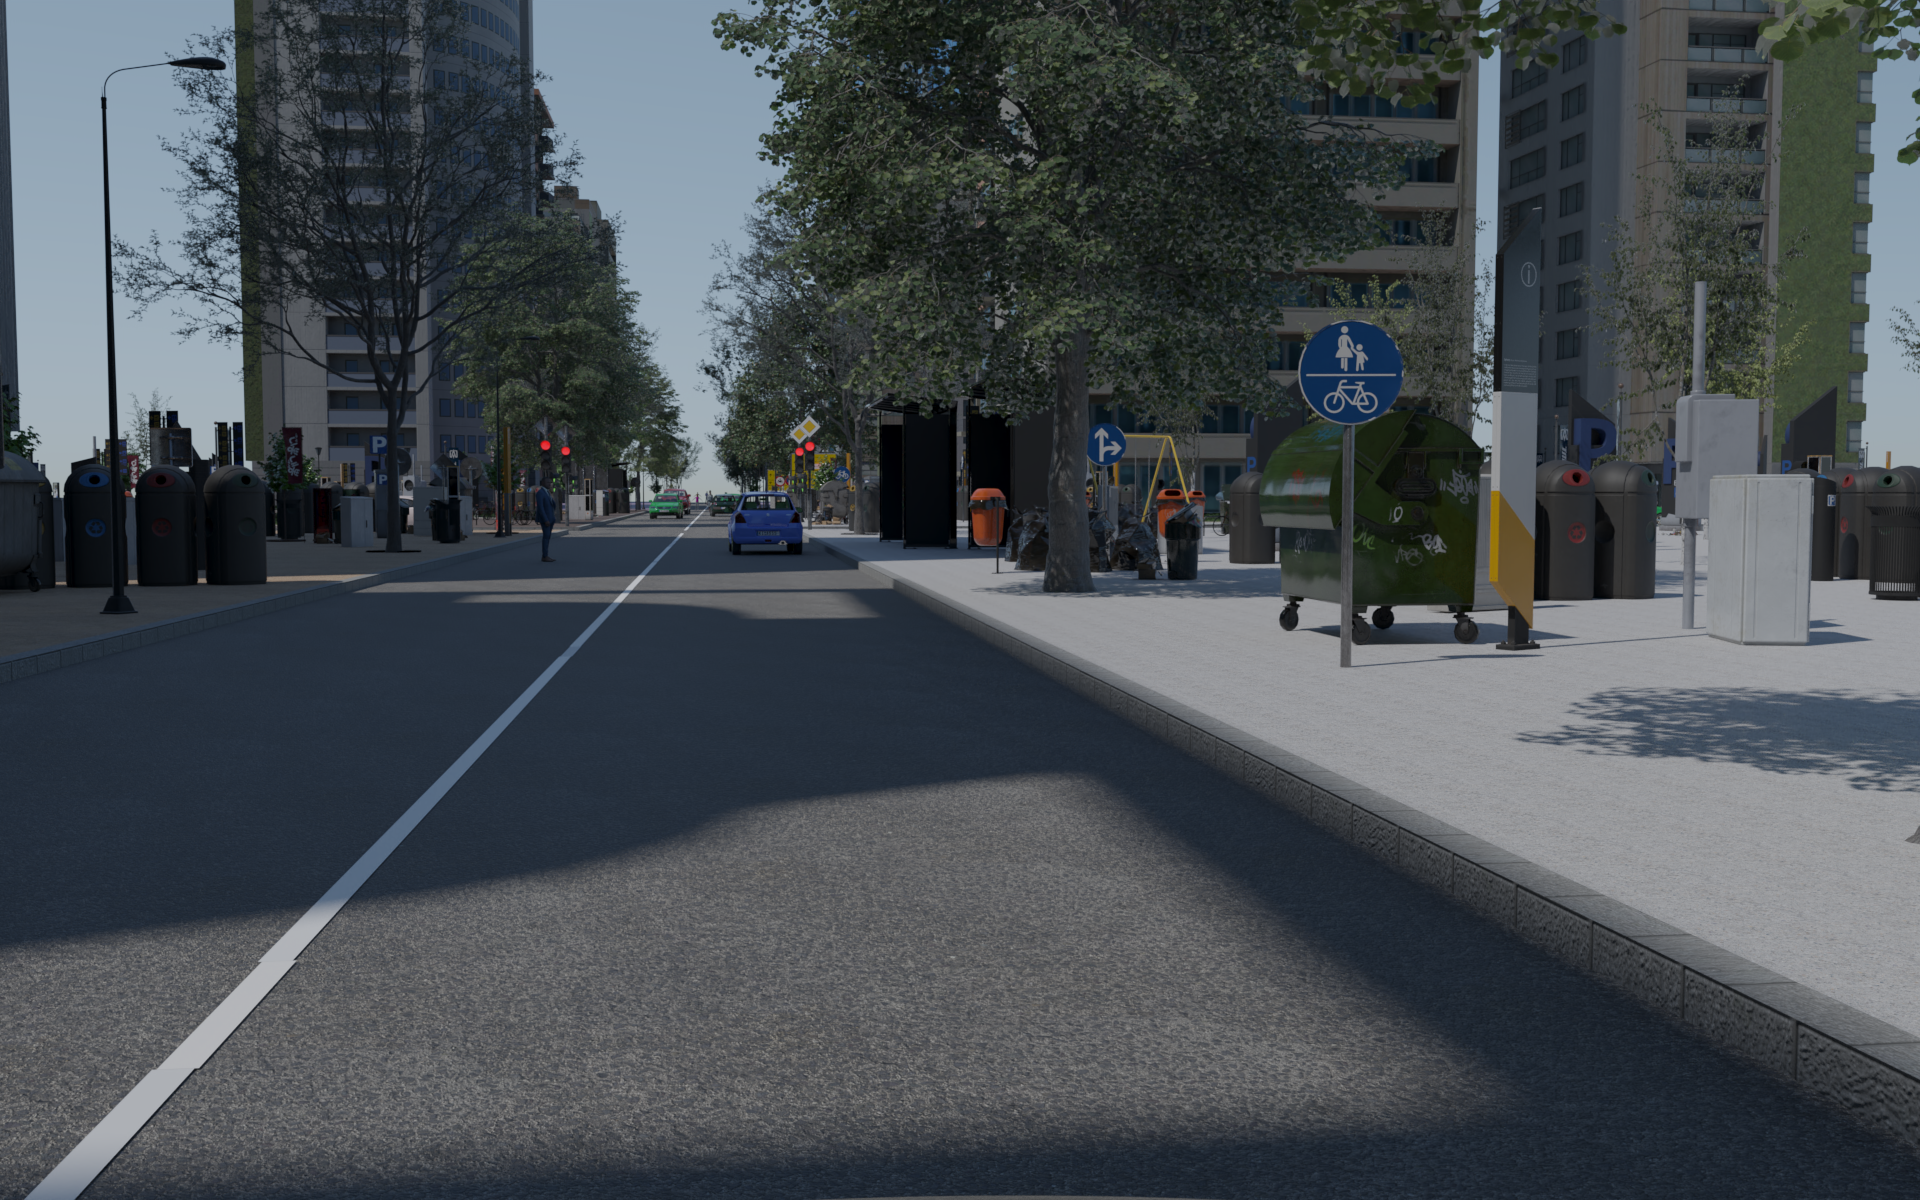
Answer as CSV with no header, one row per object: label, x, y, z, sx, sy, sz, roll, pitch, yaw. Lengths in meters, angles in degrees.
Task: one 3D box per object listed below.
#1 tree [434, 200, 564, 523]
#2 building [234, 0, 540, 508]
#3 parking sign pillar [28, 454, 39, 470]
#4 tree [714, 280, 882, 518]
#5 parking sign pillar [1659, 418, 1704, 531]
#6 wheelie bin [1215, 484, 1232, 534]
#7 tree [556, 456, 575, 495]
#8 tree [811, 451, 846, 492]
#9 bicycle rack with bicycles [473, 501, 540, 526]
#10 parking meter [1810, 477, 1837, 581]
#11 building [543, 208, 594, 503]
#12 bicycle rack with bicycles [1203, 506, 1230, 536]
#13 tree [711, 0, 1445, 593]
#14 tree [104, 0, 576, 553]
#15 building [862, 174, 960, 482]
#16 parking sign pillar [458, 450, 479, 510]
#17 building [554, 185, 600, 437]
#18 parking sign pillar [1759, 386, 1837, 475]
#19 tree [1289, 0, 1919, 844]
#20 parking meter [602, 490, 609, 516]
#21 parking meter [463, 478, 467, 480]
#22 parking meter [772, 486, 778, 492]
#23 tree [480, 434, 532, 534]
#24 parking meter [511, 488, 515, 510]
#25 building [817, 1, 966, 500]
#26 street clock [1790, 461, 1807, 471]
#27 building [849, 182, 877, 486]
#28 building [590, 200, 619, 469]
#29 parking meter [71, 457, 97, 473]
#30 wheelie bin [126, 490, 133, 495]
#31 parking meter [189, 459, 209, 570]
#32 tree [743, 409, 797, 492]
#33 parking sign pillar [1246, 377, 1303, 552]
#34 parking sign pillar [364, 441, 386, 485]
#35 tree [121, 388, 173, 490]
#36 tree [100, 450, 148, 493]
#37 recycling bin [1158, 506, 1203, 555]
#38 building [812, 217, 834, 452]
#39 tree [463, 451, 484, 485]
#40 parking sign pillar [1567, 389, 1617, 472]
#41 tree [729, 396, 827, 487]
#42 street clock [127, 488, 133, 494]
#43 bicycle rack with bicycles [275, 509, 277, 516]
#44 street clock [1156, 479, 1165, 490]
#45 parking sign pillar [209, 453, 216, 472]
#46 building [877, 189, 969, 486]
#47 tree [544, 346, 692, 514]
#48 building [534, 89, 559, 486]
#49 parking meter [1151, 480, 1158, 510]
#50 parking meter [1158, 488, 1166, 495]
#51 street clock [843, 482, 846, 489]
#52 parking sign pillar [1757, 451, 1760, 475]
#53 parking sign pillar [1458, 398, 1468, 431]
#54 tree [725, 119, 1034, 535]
tree,-17.695,-10.312,75.248,9.857,13.997,8.962,0,3,0
building,-49.961,-37.437,154.096,21.231,58.520,28.212,0,4,-8
parking sign pillar,-56.778,-7.186,105.962,1.447,3.967,1.447,-3,5,-42
tree,-8.464,-10.758,92.895,9.611,12.733,9.660,0,3,0
parking sign pillar,25.225,-4.404,60.475,1.447,3.967,1.447,-2,4,-34
wheelie bin,8.648,-2.906,55.420,0.980,1.594,0.693,0,4,-5
tree,-28.903,-8.836,128.179,4.285,4.588,4.351,0,3,0
tree,-5.894,-5.077,77.615,1.663,3.219,1.824,0,3,0
bicycle rack with bicycles,-18.491,-3.554,71.497,2.852,0.926,2.925,3,5,43
parking meter,12.711,-1.049,25.566,0.372,1.533,0.369,0,3,0
building,-58.520,-34.074,240.704,14.154,41.232,14.086,0,4,-8
bicycle rack with bicycles,8.799,-2.380,52.287,2.925,0.926,2.852,-1,4,-23
tree,1.477,-7.089,22.554,9.857,13.997,8.962,0,3,0
tree,-12.465,-7.795,37.823,12.009,13.543,11.850,0,3,0
building,5.502,-30.257,186.579,32.217,40.220,23.993,0,4,-8
parking sign pillar,-28.276,-6.775,99.240,1.447,3.967,1.447,3,5,43
building,-60.736,-36.967,254.524,14.600,45.320,14.200,0,4,-8
parking sign pillar,21.130,-3.345,43.167,1.447,3.967,1.447,-1,4,-17
tree,3.880,-5.397,6.365,7.486,12.596,7.792,0,3,0
parking meter,-20.786,-5.702,101.637,0.372,1.533,0.369,0,3,0
parking meter,-17.490,-3.384,61.032,0.255,1.863,0.399,-1,4,-12
parking meter,-12.830,-6.983,119.890,0.399,1.863,0.255,-1,4,-13
tree,-14.662,-3.750,55.920,1.663,3.219,1.824,0,3,0
parking meter,-25.039,-5.553,96.503,0.255,1.863,0.399,3,4,36
building,-10.141,-57.836,258.289,22.319,86.520,31.000,0,4,-8
street clock,18.386,-2.038,37.886,0.471,2.002,0.358,-2,4,-29
building,-6.283,-31.835,204.104,14.154,41.232,14.086,0,4,-8
building,-68.063,-40.531,286.375,21.300,48.544,21.600,0,4,-8
parking meter,-13.662,-1.303,27.008,0.399,1.863,0.255,-2,4,-26
wheelie bin,-61.531,-7.339,127.908,0.693,1.594,0.980,0,4,2
parking meter,-12.858,-1.443,29.303,0.255,1.863,0.399,-3,4,-36
tree,-13.114,-10.975,129.807,4.360,8.622,3.978,0,3,0
parking sign pillar,7.115,-3.105,39.246,1.447,3.967,1.447,-2,4,-29
parking sign pillar,-29.703,-6.112,88.403,1.447,3.967,1.447,-1,4,-9
tree,-56.177,-10.377,120.033,4.360,8.622,3.978,0,3,0
tree,-53.773,-7.775,110.828,4.285,4.588,4.351,0,3,0
recycling bin,4.692,-1.490,36.916,0.722,1.027,0.722,-2,4,-27
building,-13.455,-41.006,290.049,23.786,49.044,30.456,0,4,-8
tree,-37.896,-9.064,131.913,4.285,4.588,4.351,0,3,0
parking sign pillar,16.358,-3.439,44.696,1.447,3.967,1.447,-1,4,-14
tree,-14.600,-12.428,137.609,8.767,10.594,7.601,-2,4,-27
street clock,-54.307,-6.646,113.225,0.471,2.002,0.358,-3,4,-36
bicycle rack with bicycles,-39.512,-5.034,95.684,2.852,0.926,2.925,-2,4,-28
street clock,9.369,-4.704,81.486,0.471,2.002,0.358,-1,4,-13
parking sign pillar,-48.147,-7.632,113.249,1.447,3.967,1.447,-3,5,-42
building,-1.177,-24.162,166.757,14.160,30.474,14.107,0,4,-8
tree,-23.333,-11.443,112.847,9.928,11.665,9.643,0,3,0
building,-54.494,-32.296,182.667,22.147,44.769,28.867,0,4,-8
parking meter,8.093,-4.058,72.067,0.255,1.863,0.399,0,4,8
parking meter,8.823,-4.132,75.972,0.372,1.533,0.369,0,3,0
street clock,-5.746,-4.957,85.618,0.358,2.002,0.471,0,4,-8
parking sign pillar,36.284,-5.511,78.574,1.447,3.967,1.447,2,4,31
parking sign pillar,13.614,-3.608,47.464,1.447,3.967,1.447,1,4,22
tree,-3.231,-8.790,54.079,12.009,13.543,11.850,0,3,0
